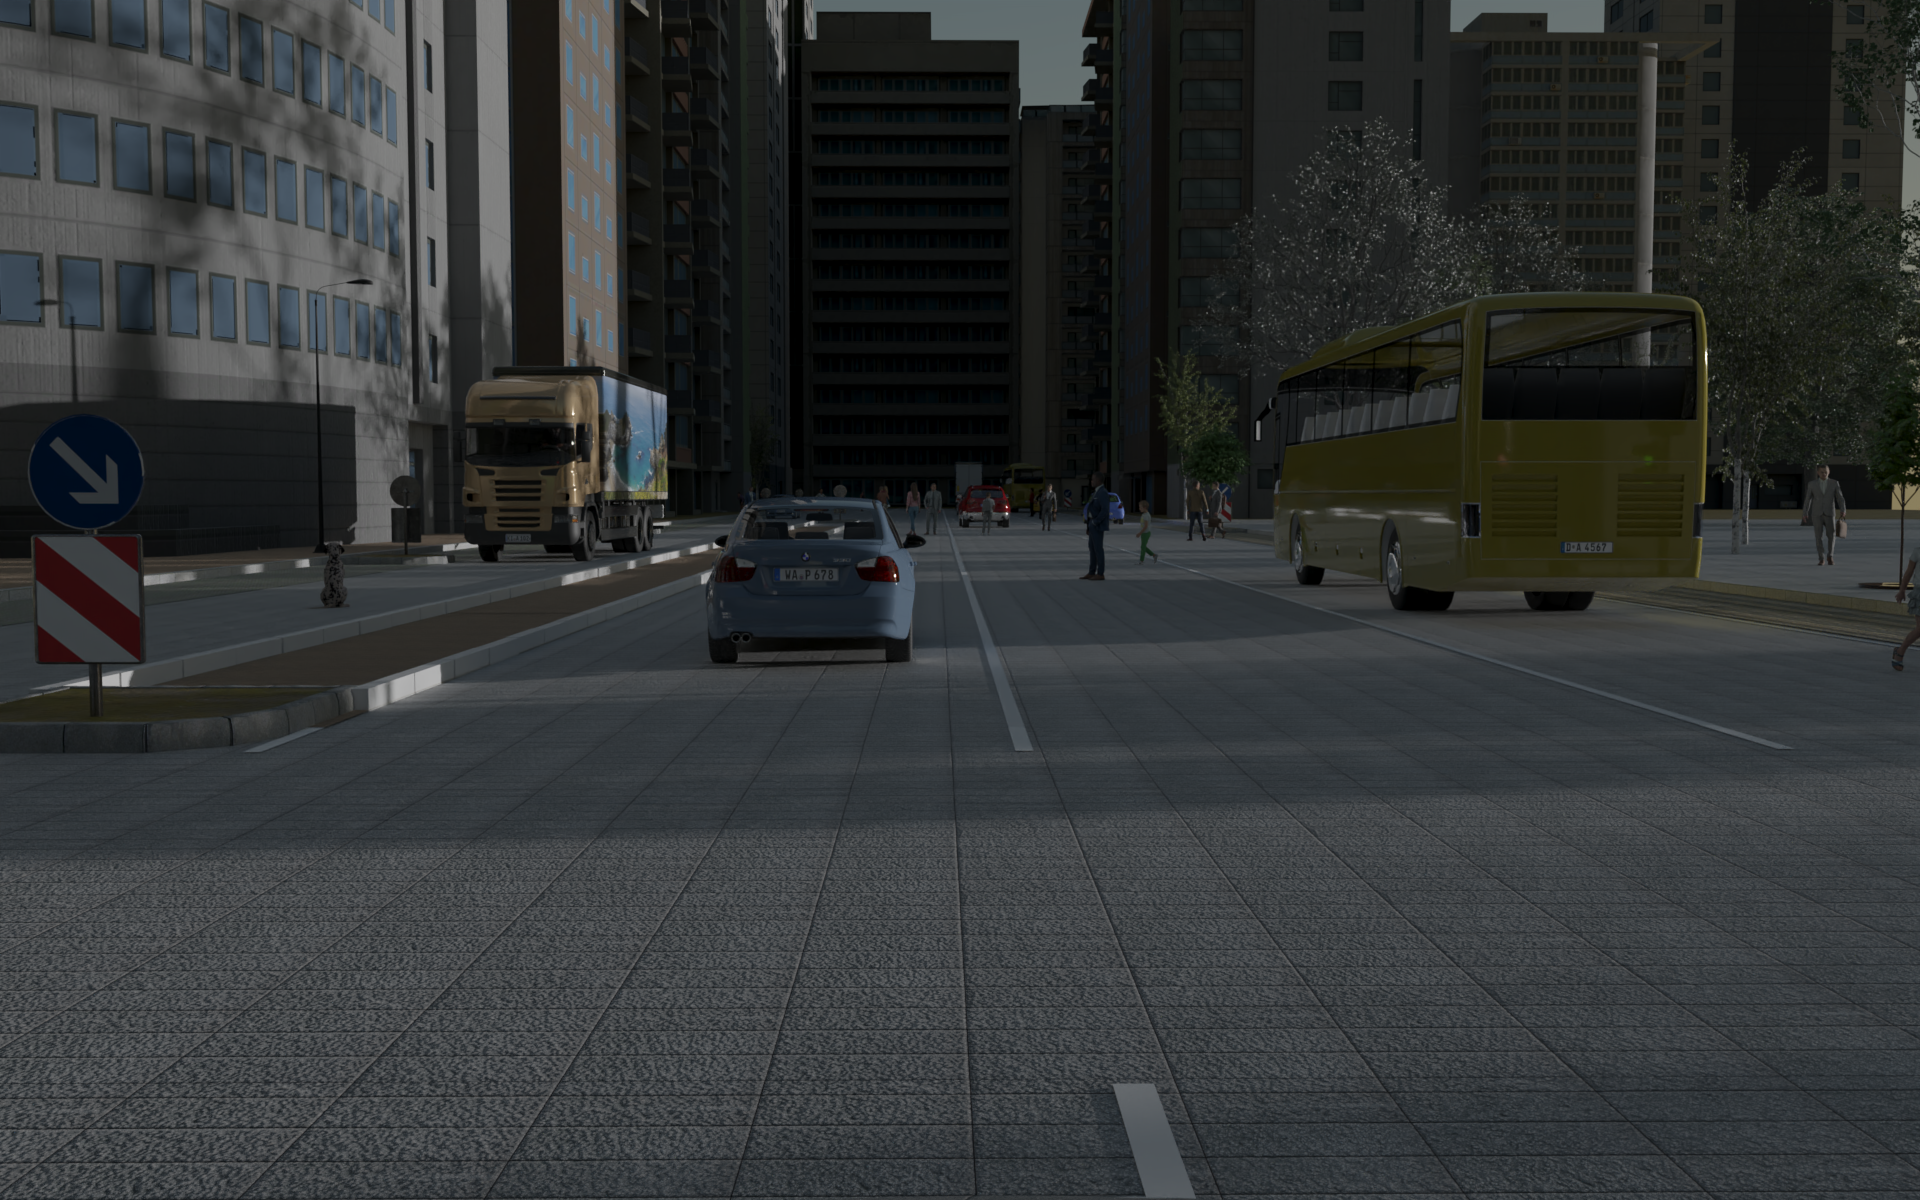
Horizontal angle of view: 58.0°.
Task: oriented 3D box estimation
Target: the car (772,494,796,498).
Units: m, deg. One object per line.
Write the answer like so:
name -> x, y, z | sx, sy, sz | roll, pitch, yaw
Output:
car -> -10.286, -5.445, 101.036 | 2.014, 1.417, 4.499 | 0, 4, -1

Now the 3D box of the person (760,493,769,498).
person -> -14.859, -7.501, 131.915 | 0.697, 1.427, 0.421 | 0, 3, 0

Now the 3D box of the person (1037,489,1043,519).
person -> 4.701, -5.441, 98.284 | 0.721, 1.723, 1.217 | -2, 4, -31

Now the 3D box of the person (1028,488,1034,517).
person -> 4.480, -6.131, 108.686 | 0.705, 1.831, 1.348 | 1, 4, 14

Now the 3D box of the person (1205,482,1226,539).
person -> 8.221, -2.868, 55.361 | 0.822, 1.834, 0.622 | -1, 4, -18

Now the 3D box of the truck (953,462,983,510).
truck -> 0.749, -10.228, 156.135 | 2.839, 4.237, 11.283 | 0, 4, 0

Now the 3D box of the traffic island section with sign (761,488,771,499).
traffic island section with sign -> -12.594, -6.362, 112.651 | 1.989, 1.847, 2.006 | 0, 4, -1

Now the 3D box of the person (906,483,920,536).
person -> -1.582, -3.092, 59.064 | 0.555, 1.821, 0.388 | -3, 5, -40

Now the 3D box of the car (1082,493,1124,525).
car -> 6.833, -4.469, 82.663 | 1.945, 1.707, 3.694 | 0, 4, -1

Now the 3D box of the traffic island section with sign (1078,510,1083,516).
traffic island section with sign -> 8.926, -6.394, 113.168 | 1.989, 1.847, 2.006 | 0, 4, -1

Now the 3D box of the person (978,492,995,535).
person -> 0.932, -3.010, 60.315 | 0.503, 1.515, 0.523 | -3, 4, -38

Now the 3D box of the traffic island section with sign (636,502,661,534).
traffic island section with sign -> -11.931, -3.311, 62.770 | 1.989, 1.847, 2.006 | 0, 4, -1

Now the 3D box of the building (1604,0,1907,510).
building -> 67.169, -43.646, 151.863 | 20.611, 71.187, 20.563 | 0, 4, -1

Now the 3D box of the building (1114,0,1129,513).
building -> 17.866, -26.999, 125.035 | 14.154, 41.232, 14.086 | 0, 4, -1

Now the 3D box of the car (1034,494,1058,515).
car -> 5.956, -6.880, 122.715 | 2.015, 1.641, 3.980 | 0, 4, 1

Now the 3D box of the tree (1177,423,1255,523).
tree -> 11.565, -5.755, 77.812 | 4.285, 4.588, 4.351 | 0, 3, 0

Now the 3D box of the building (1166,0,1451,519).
building -> 18.398, -19.877, 96.692 | 14.160, 30.474, 14.107 | 0, 4, -1

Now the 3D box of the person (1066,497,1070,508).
person -> 10.095, -9.395, 161.117 | 0.415, 1.643, 0.593 | 1, 4, 15

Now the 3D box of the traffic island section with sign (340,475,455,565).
traffic island section with sign -> -11.583, -1.663, 35.817 | 1.989, 1.847, 2.006 | 0, 4, -1

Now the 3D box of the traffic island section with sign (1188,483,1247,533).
traffic island section with sign -> 9.559, -3.419, 64.528 | 1.989, 1.847, 2.006 | 0, 4, -1

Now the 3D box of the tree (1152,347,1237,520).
tree -> 11.438, -8.332, 86.594 | 4.737, 8.622, 4.395 | 0, 3, 0

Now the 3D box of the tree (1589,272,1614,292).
tree -> 21.944, -9.817, 70.871 | 12.009, 13.543, 11.850 | 0, 3, 0

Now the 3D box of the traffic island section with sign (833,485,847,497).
traffic island section with sign -> -5.969, -4.741, 85.644 | 2.006, 1.907, 1.989 | 0, 4, -1

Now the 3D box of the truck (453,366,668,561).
truck -> -8.995, -3.141, 40.266 | 2.839, 4.237, 11.283 | 0, 4, 0

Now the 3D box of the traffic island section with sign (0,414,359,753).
traffic island section with sign -> -4.979, -0.145, 10.512 | 2.006, 1.907, 1.989 | 0, 4, -1

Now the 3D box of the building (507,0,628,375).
building -> -22.584, -25.941, 74.241 | 14.600, 45.320, 14.200 | 0, 4, -1

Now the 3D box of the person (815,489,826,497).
person -> -7.402, -5.105, 92.753 | 1.217, 1.735, 0.721 | -2, 4, -33

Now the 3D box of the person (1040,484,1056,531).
person -> 3.437, -3.603, 67.369 | 0.622, 1.834, 0.822 | 0, 4, 1

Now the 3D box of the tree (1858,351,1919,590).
tree -> 12.737, -1.764, 23.438 | 1.663, 3.219, 1.824 | 0, 3, 0

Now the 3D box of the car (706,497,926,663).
car -> -1.311, -0.247, 16.034 | 2.014, 1.417, 4.499 | 0, 4, -2

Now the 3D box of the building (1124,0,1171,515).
building -> 18.257, -28.174, 110.762 | 14.600, 45.320, 14.200 | 0, 4, -1

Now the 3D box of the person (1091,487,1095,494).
person -> 10.304, -7.803, 133.258 | 0.705, 1.869, 1.348 | 0, 4, -1

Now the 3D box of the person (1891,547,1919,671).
person -> 7.799, -0.024, 13.901 | 0.505, 1.210, 0.382 | 0, 4, 8

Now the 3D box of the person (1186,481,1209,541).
person -> 7.260, -2.723, 52.925 | 0.656, 1.842, 0.836 | -2, 4, -29

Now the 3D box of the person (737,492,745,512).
person -> -14.880, -6.626, 117.612 | 0.421, 1.427, 0.697 | 1, 4, 22

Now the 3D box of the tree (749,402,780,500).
tree -> -15.685, -11.203, 133.533 | 4.360, 8.622, 3.978 | 0, 3, 0

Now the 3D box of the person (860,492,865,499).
person -> -8.000, -8.106, 142.509 | 0.415, 1.643, 0.593 | -1, 4, -12

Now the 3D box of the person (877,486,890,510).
person -> -3.725, -4.675, 84.908 | 0.573, 1.828, 0.580 | 2, 4, 30

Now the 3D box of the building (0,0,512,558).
building -> -25.865, -30.743, 44.641 | 21.231, 58.520, 28.212 | 0, 4, -1

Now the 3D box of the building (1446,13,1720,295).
building -> 44.937, -27.763, 145.811 | 23.993, 40.220, 32.217 | 0, 4, -1

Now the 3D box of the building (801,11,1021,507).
building -> -4.926, -33.954, 178.855 | 21.600, 48.544, 21.300 | 0, 4, -1

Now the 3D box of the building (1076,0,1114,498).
building -> 21.779, -30.142, 147.452 | 22.147, 44.769, 28.867 | 0, 4, -1

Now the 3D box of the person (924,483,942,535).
person -> -0.964, -3.212, 61.120 | 0.635, 1.810, 0.391 | 0, 4, -3

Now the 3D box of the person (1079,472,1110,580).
person -> 2.285, -1.232, 28.820 | 0.419, 1.800, 0.721 | -1, 4, -14

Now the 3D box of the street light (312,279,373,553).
street light -> -13.361, -3.975, 37.537 | 1.470, 5.913, 1.316 | 0, 4, -1

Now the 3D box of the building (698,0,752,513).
building -> -22.489, -26.757, 121.074 | 14.154, 41.232, 14.086 | 0, 4, -1

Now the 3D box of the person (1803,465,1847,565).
person -> 15.554, -1.528, 31.148 | 0.709, 1.813, 0.853 | 1, 4, 22

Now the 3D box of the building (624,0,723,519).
building -> -25.751, -27.209, 99.486 | 22.147, 44.769, 28.867 | 0, 4, -1

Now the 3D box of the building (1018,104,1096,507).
building -> 12.951, -30.148, 176.519 | 14.086, 41.232, 14.154 | 0, 4, -1

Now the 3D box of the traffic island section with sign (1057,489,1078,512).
traffic island section with sign -> 8.575, -8.059, 140.386 | 1.989, 1.847, 2.006 | 0, 4, -1

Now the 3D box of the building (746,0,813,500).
building -> -26.040, -45.287, 178.700 | 20.611, 71.187, 20.563 | 0, 4, -1

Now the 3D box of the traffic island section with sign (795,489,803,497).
traffic island section with sign -> -12.950, -8.036, 140.009 | 1.989, 1.847, 2.006 | 0, 4, -1

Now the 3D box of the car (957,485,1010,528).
car -> 1.027, -4.067, 75.167 | 2.281, 1.827, 5.304 | 0, 4, -3

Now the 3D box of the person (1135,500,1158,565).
person -> 3.792, -1.370, 35.148 | 0.590, 1.304, 0.306 | -2, 4, -27

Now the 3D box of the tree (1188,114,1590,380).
tree -> 12.708, -8.945, 56.627 | 12.009, 13.543, 11.850 | 0, 3, 0

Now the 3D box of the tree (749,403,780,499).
tree -> -16.547, -11.537, 138.997 | 4.737, 8.622, 4.395 | 0, 3, 0

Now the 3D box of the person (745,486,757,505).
person -> -10.182, -4.605, 83.971 | 0.721, 1.800, 0.419 | -2, 4, -31

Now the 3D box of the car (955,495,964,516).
car -> 0.739, -6.347, 116.138 | 2.083, 1.381, 4.827 | 0, 4, -2
